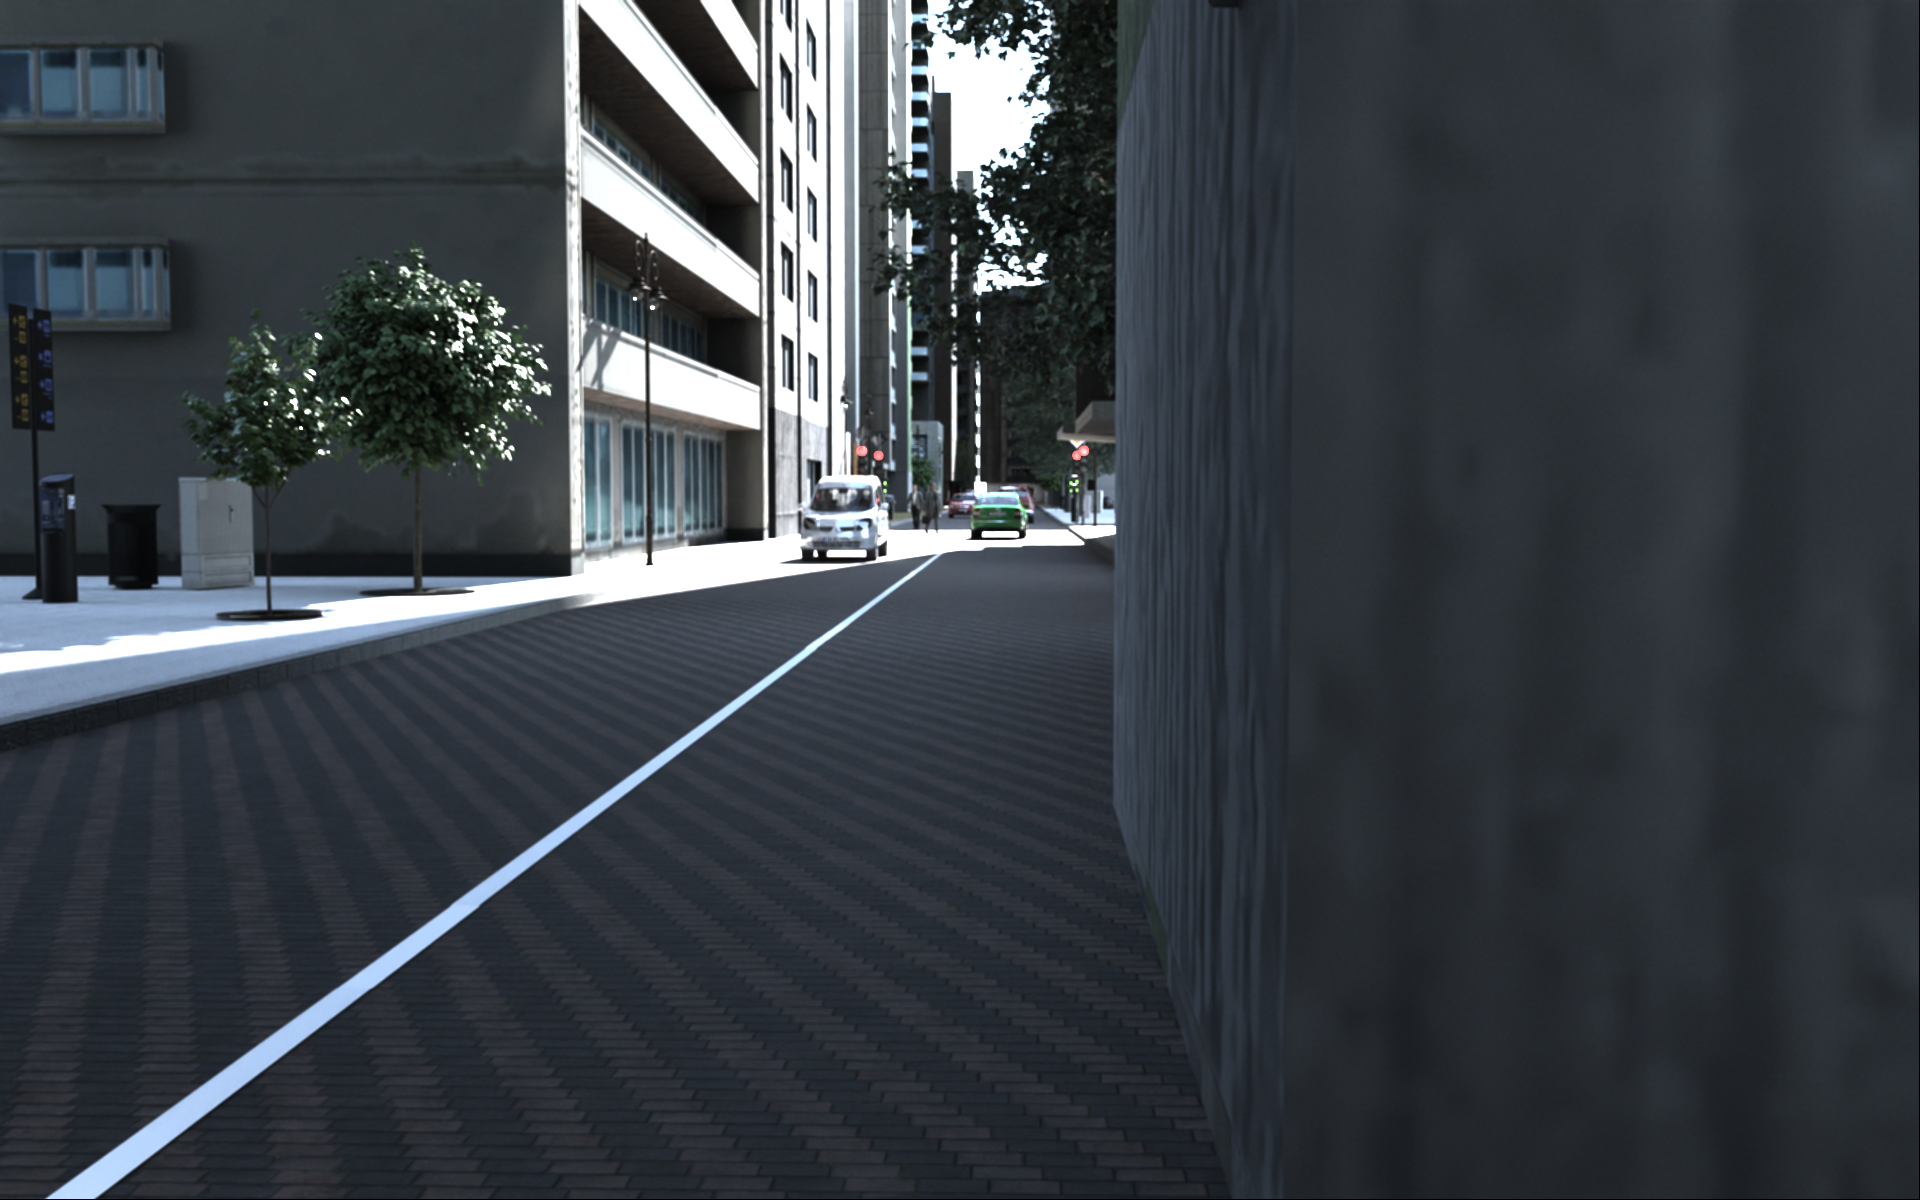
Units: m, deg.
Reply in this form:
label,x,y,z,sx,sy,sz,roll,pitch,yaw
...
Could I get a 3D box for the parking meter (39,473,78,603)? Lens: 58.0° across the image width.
label,x,y,z,sx,sy,sz,roll,pitch,yaw
parking meter,-10.657,-0.738,20.470,0.372,1.533,0.369,0,3,0

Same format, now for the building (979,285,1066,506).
label,x,y,z,sx,sy,sz,roll,pitch,yaw
building,9.646,-28.776,242.183,14.107,30.474,14.160,0,4,2

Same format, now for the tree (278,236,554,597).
label,x,y,z,sx,sy,sz,roll,pitch,yaw
tree,-6.935,-2.352,22.171,4.285,4.588,4.351,0,3,0

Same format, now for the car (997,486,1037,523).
label,x,y,z,sx,sy,sz,roll,pitch,yaw
car,2.692,-4.757,86.458,2.281,1.827,5.304,0,4,3

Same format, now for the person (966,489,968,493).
label,x,y,z,sx,sy,sz,roll,pitch,yaw
person,0.545,-6.993,123.241,0.834,1.777,0.661,-1,4,-18

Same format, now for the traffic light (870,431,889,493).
label,x,y,z,sx,sy,sz,roll,pitch,yaw
traffic light,-3.564,-5.374,76.788,0.839,4.253,0.868,0,4,2

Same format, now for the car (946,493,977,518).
label,x,y,z,sx,sy,sz,roll,pitch,yaw
car,0.243,-5.858,104.811,2.155,1.783,4.494,0,4,2

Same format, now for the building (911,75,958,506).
label,x,y,z,sx,sy,sz,roll,pitch,yaw
building,-7.523,-32.998,189.626,14.600,45.320,14.200,0,4,2

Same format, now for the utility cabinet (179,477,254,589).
label,x,y,z,sx,sy,sz,roll,pitch,yaw
utility cabinet,-10.100,-0.912,23.585,0.318,1.500,1.173,1,4,12

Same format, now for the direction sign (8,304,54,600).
label,x,y,z,sx,sy,sz,roll,pitch,yaw
direction sign,-11.277,-1.781,21.109,0.379,3.537,0.876,0,4,1

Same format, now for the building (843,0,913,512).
label,x,y,z,sx,sy,sz,roll,pitch,yaw
building,-10.792,-26.730,120.622,14.154,41.232,14.086,0,4,2

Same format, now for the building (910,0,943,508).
label,x,y,z,sx,sy,sz,roll,pitch,yaw
building,-12.538,-52.190,165.970,22.319,86.520,31.000,0,4,2

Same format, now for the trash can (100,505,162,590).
label,x,y,z,sx,sy,sz,roll,pitch,yaw
trash can,-11.181,-0.719,23.401,0.748,1.137,0.748,0,3,0

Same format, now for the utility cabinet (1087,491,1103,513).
label,x,y,z,sx,sy,sz,roll,pitch,yaw
utility cabinet,8.782,-6.432,113.838,1.173,1.500,0.318,2,4,28

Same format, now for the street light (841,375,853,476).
label,x,y,z,sx,sy,sz,roll,pitch,yaw
street light,-4.434,-5.762,66.995,0.468,5.910,1.993,0,4,2

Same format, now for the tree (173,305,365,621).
label,x,y,z,sx,sy,sz,roll,pitch,yaw
tree,-7.299,-1.425,17.900,1.663,3.219,1.824,0,3,0

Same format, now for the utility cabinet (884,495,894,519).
label,x,y,z,sx,sy,sz,roll,pitch,yaw
utility cabinet,-3.860,-4.669,87.504,1.020,1.237,0.306,-2,4,-24

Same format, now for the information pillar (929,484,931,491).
label,x,y,z,sx,sy,sz,roll,pitch,yaw
information pillar,-1.955,-7.130,121.065,0.304,2.012,0.304,1,4,13

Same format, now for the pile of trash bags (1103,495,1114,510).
label,x,y,z,sx,sy,sz,roll,pitch,yaw
pile of trash bags,12.946,-8.284,145.190,1.912,1.369,3.447,1,4,20

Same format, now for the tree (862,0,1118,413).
label,x,y,z,sx,sy,sz,roll,pitch,yaw
tree,3.943,-6.499,23.273,9.611,12.733,9.660,0,3,0

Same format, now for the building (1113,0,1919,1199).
label,x,y,z,sx,sy,sz,roll,pitch,yaw
building,7.779,-19.852,8.178,14.154,41.232,14.086,0,4,2

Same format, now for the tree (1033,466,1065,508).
label,x,y,z,sx,sy,sz,roll,pitch,yaw
tree,8.243,-10.498,155.356,4.285,4.588,4.351,0,3,0

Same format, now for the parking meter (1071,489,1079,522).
label,x,y,z,sx,sy,sz,roll,pitch,yaw
parking meter,5.254,-4.316,78.983,0.372,1.533,0.369,0,3,0

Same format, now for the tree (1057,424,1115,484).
label,x,y,z,sx,sy,sz,roll,pitch,yaw
tree,8.358,-10.916,128.846,4.737,8.622,4.395,0,3,0

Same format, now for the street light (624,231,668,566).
label,x,y,z,sx,sy,sz,roll,pitch,yaw
street light,-5.546,-3.547,30.780,0.468,5.910,1.993,0,4,2

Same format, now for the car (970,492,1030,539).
label,x,y,z,sx,sy,sz,roll,pitch,yaw
car,1.300,-2.925,56.616,1.959,1.807,4.718,0,4,3

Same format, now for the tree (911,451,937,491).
label,x,y,z,sx,sy,sz,roll,pitch,yaw
tree,-3.424,-9.001,130.884,4.285,4.588,4.351,0,3,0

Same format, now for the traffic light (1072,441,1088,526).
label,x,y,z,sx,sy,sz,roll,pitch,yaw
traffic light,4.865,-4.869,68.523,0.839,4.253,0.868,0,4,2

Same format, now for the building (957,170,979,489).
label,x,y,z,sx,sy,sz,roll,pitch,yaw
building,-8.242,-38.064,246.052,21.600,48.544,21.300,0,4,2

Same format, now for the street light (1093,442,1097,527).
label,x,y,z,sx,sy,sz,roll,pitch,yaw
street light,5.292,-5.803,67.674,0.468,5.910,1.993,0,4,2

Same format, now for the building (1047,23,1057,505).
label,x,y,z,sx,sy,sz,roll,pitch,yaw
building,21.311,-40.996,212.289,21.231,58.520,28.212,0,4,2

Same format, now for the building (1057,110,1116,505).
label,x,y,z,sx,sy,sz,roll,pitch,yaw
building,23.929,-35.475,169.249,28.713,52.752,27.495,0,4,2

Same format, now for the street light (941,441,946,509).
label,x,y,z,sx,sy,sz,roll,pitch,yaw
street light,-1.444,-10.855,150.272,0.468,5.910,1.993,0,4,2

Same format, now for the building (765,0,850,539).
label,x,y,z,sx,sy,sz,roll,pitch,yaw
building,-15.079,-37.901,57.940,20.611,71.187,20.563,0,4,2

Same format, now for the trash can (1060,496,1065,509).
label,x,y,z,sx,sy,sz,roll,pitch,yaw
trash can,8.613,-8.104,144.156,0.748,1.137,0.748,0,3,0

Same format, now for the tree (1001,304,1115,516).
label,x,y,z,sx,sy,sz,roll,pitch,yaw
tree,7.587,-13.043,119.914,9.857,13.997,8.962,0,3,0

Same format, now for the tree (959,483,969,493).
label,x,y,z,sx,sy,sz,roll,pitch,yaw
tree,0.372,-14.367,229.494,1.663,3.219,1.824,0,3,0

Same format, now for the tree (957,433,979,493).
label,x,y,z,sx,sy,sz,roll,pitch,yaw
tree,0.185,-15.320,200.837,4.737,8.622,4.395,0,3,0

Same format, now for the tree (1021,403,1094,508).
label,x,y,z,sx,sy,sz,roll,pitch,yaw
tree,8.348,-14.052,147.871,7.486,12.596,7.792,0,3,0

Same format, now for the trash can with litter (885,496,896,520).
label,x,y,z,sx,sy,sz,roll,pitch,yaw
trash can with litter,-3.524,-4.524,85.347,0.624,1.170,1.055,0,4,4

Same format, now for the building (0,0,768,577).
label,x,y,z,sx,sy,sz,roll,pitch,yaw
building,-16.288,-25.226,36.143,21.300,48.544,21.600,0,4,2

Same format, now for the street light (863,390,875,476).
label,x,y,z,sx,sy,sz,roll,pitch,yaw
street light,-4.031,-6.377,77.048,0.468,5.910,1.993,0,4,2

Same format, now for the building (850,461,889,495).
label,x,y,z,sx,sy,sz,roll,pitch,yaw
building,-20.407,-24.593,93.980,32.217,40.220,23.993,0,4,2

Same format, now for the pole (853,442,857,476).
label,x,y,z,sx,sy,sz,roll,pitch,yaw
pole,-4.067,-4.497,67.369,0.158,3.312,0.155,0,3,0

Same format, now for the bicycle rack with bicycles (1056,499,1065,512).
label,x,y,z,sx,sy,sz,roll,pitch,yaw
bicycle rack with bicycles,8.211,-6.870,125.710,2.852,0.926,2.925,-2,4,-24

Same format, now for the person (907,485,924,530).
label,x,y,z,sx,sy,sz,roll,pitch,yaw
person,-1.786,-3.693,69.276,0.661,1.777,0.834,0,4,1

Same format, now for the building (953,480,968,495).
label,x,y,z,sx,sy,sz,roll,pitch,yaw
building,-13.727,-34.374,216.646,28.867,44.769,22.147,0,4,2

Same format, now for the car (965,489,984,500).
label,x,y,z,sx,sy,sz,roll,pitch,yaw
car,1.148,-7.923,138.209,2.281,1.827,5.304,0,4,0

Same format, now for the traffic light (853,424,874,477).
label,x,y,z,sx,sy,sz,roll,pitch,yaw
traffic light,-3.841,-4.886,68.808,0.839,4.253,0.868,0,4,2

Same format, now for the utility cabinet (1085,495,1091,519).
label,x,y,z,sx,sy,sz,roll,pitch,yaw
utility cabinet,6.730,-4.902,91.314,0.306,1.237,1.020,0,4,7

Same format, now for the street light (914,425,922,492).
label,x,y,z,sx,sy,sz,roll,pitch,yaw
street light,-2.770,-8.620,113.730,0.468,5.910,1.993,0,4,2

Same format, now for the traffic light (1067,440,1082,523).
label,x,y,z,sx,sy,sz,roll,pitch,yaw
traffic light,5.142,-5.357,76.503,0.839,4.253,0.868,0,4,2

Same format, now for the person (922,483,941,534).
label,x,y,z,sx,sy,sz,roll,pitch,yaw
person,-0.971,-3.243,61.630,0.694,1.812,0.767,-2,4,-27

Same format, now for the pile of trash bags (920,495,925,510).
label,x,y,z,sx,sy,sz,roll,pitch,yaw
pile of trash bags,-3.356,-7.851,138.109,1.912,1.369,3.447,2,4,30

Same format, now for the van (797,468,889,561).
label,x,y,z,sx,sy,sz,roll,pitch,yaw
van,-2.533,-1.927,38.511,2.013,2.044,4.112,0,4,2
